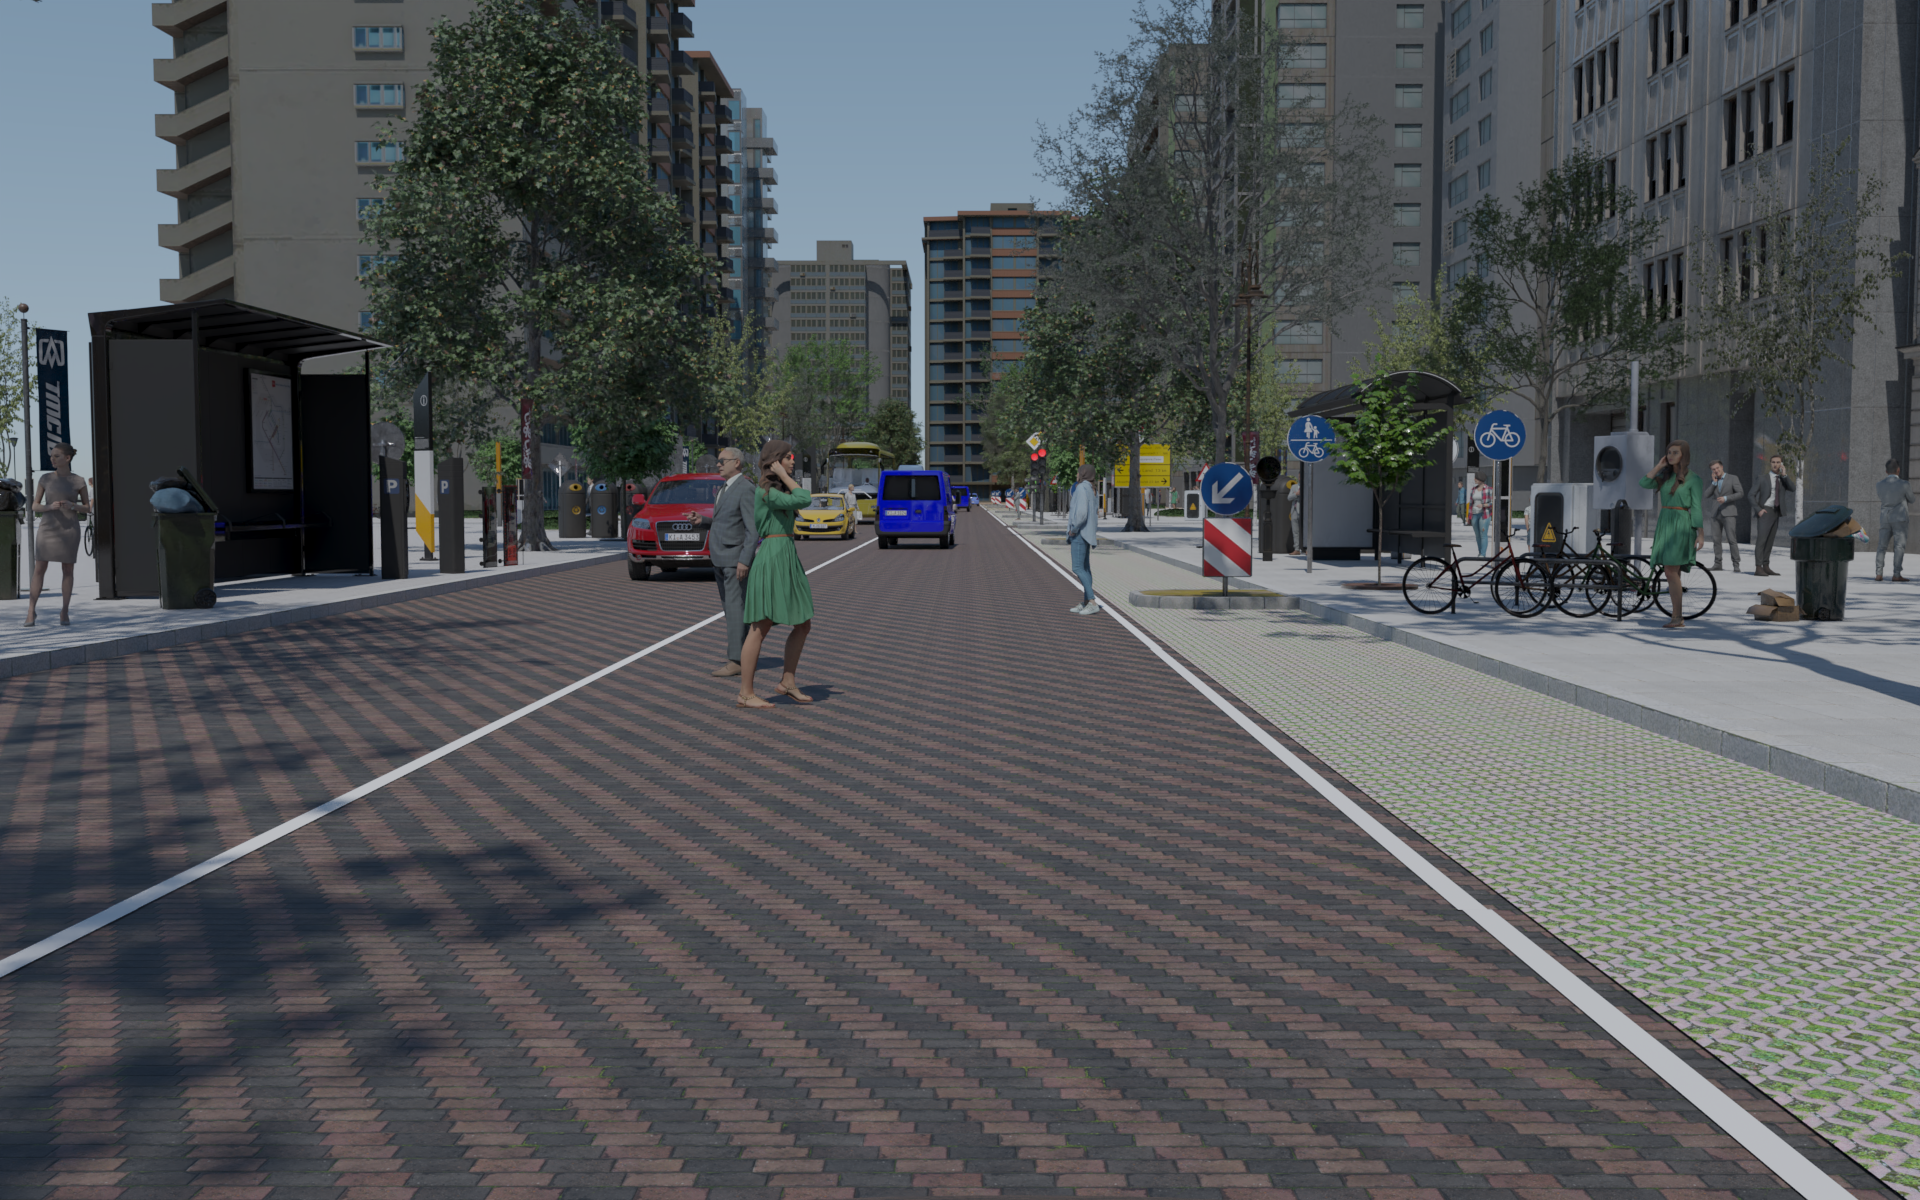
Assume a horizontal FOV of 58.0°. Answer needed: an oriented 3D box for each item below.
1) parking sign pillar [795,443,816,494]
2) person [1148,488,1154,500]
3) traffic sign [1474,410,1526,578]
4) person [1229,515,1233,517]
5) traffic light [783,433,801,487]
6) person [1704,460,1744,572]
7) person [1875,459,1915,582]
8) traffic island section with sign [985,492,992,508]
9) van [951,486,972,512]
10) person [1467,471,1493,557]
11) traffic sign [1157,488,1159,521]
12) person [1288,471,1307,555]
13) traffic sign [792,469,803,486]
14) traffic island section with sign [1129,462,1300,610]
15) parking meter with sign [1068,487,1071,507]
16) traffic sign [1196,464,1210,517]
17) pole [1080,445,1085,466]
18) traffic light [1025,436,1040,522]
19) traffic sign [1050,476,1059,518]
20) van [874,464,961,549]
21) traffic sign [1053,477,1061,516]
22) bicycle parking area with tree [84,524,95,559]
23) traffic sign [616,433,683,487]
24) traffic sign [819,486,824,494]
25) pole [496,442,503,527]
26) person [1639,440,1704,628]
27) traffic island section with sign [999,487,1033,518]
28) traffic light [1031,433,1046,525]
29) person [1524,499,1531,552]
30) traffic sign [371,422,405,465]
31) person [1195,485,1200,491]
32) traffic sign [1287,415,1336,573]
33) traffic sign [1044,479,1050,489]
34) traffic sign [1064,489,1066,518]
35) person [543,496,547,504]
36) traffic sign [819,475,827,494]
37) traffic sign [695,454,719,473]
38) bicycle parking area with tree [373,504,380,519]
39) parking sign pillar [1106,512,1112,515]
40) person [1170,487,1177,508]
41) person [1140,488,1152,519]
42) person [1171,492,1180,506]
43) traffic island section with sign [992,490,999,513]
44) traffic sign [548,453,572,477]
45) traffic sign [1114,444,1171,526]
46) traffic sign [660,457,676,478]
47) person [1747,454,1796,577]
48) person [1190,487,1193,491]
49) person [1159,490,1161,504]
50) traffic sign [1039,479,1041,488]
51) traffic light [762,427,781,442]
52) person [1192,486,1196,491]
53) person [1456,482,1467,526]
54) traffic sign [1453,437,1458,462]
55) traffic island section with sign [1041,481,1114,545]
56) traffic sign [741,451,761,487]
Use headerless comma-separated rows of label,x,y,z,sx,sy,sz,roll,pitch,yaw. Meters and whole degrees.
parking sign pillar,-8.203,-6.264,90.881,1.447,3.967,1.447,0,4,-3
person,17.345,-9.418,159.970,1.348,1.831,0.705,0,4,0
traffic sign,8.168,-1.601,26.281,0.768,2.556,0.104,0,4,6
person,7.085,-2.464,46.132,0.655,1.846,0.447,1,4,16
traffic light,-7.764,-5.551,79.683,0.839,4.253,0.868,0,4,0
person,12.656,-1.399,28.725,0.447,1.846,0.655,-3,4,-38
person,13.752,-1.177,25.472,0.511,1.800,0.466,3,5,41
traffic island section with sign,3.849,-10.575,181.522,1.989,1.847,2.006,0,4,0
van,-0.120,-8.353,140.952,2.240,2.365,5.245,0,4,1
person,10.097,-1.628,33.495,0.643,1.720,0.563,-3,4,-37
traffic sign,9.537,-5.091,83.340,0.768,2.556,0.104,1,4,10
person,7.098,-1.832,36.177,0.511,1.800,0.466,2,4,25
traffic sign,-8.330,-5.482,89.743,0.768,2.556,0.104,0,4,7
traffic island section with sign,3.209,-0.835,22.282,1.989,1.847,2.006,0,4,0
parking meter with sign,8.425,-8.307,132.084,0.543,3.016,1.738,2,4,25
traffic sign,10.234,-4.408,72.073,0.884,2.594,0.081,0,4,4
pole,5.058,-4.762,71.706,0.158,3.312,0.155,0,3,0
traffic light,3.397,-5.549,79.654,0.839,4.253,0.868,0,4,0
traffic sign,5.359,-5.784,94.577,0.884,2.594,0.081,0,4,1
van,-1.147,-2.604,46.963,2.240,2.365,5.245,0,4,2
traffic sign,5.751,-6.087,99.623,0.768,2.556,0.104,0,4,4
bicycle parking area with tree,-19.944,-3.026,36.473,8.231,4.147,9.016,-1,4,-10
traffic sign,-10.399,-3.921,57.981,2.265,3.308,0.079,0,4,3
traffic sign,-11.905,-9.061,148.258,0.768,2.556,0.104,1,4,9
pole,-18.083,-4.534,67.967,0.158,3.312,0.155,0,3,0
person,6.828,-0.624,16.485,0.529,1.795,0.600,-3,5,-44
traffic island section with sign,3.548,-5.885,104.851,1.989,1.847,2.006,0,4,0
traffic light,3.365,-5.061,71.669,0.839,4.253,0.868,0,4,0
person,10.796,-1.344,32.694,0.332,1.250,0.352,2,4,24
traffic sign,-10.163,-1.862,30.558,0.768,2.556,0.104,0,4,5
person,14.588,-6.146,106.440,0.656,1.842,0.836,0,4,4
traffic sign,5.665,-1.706,27.992,0.768,2.556,0.104,1,4,9
traffic sign,6.707,-7.977,130.532,0.768,2.556,0.104,0,4,8
traffic sign,5.538,-5.573,91.228,0.768,2.556,0.104,0,4,4
person,-19.224,-4.463,79.403,0.661,1.777,0.834,2,4,33
traffic sign,-9.243,-7.049,115.363,0.768,2.556,0.104,0,4,6
traffic sign,-8.051,-3.371,55.222,0.768,2.556,0.104,0,4,1
bicycle parking area with tree,-33.254,-6.166,87.819,9.016,4.147,8.231,1,4,15
parking sign pillar,9.409,-7.126,104.984,1.447,3.967,1.447,0,4,4
person,15.396,-7.217,124.286,0.600,1.795,0.529,3,5,41
person,9.591,-5.121,89.619,0.661,1.843,0.795,0,4,5
person,18.768,-8.855,150.947,0.709,1.813,0.853,-1,4,-9
traffic island section with sign,3.658,-7.548,132.039,1.989,1.847,2.006,0,4,0
traffic sign,-12.697,-3.379,54.982,0.795,2.593,0.064,0,4,3
traffic sign,7.239,-4.579,68.746,2.265,3.308,0.079,0,4,7
traffic sign,-9.168,-3.273,53.622,0.768,2.556,0.104,0,4,5
person,12.737,-1.330,27.155,0.648,1.900,0.474,-1,4,-19
person,17.674,-7.674,131.857,0.601,1.785,0.444,-1,4,-23
person,18.540,-9.418,160.950,0.530,1.710,0.541,1,4,15
traffic sign,6.959,-8.983,146.982,0.768,2.556,0.104,0,4,4
traffic light,-7.796,-5.063,71.698,0.839,4.253,0.868,0,4,0
person,15.497,-6.615,114.293,0.694,1.812,0.767,-2,4,-26
person,20.351,-3.897,70.110,0.444,1.785,0.601,-1,4,-10
traffic sign,9.650,-2.133,34.977,0.768,2.556,0.104,0,4,7
traffic island section with sign,3.316,-2.484,49.237,1.989,1.847,2.006,0,4,0
traffic sign,-9.505,-5.426,82.581,2.265,3.308,0.079,1,4,9
